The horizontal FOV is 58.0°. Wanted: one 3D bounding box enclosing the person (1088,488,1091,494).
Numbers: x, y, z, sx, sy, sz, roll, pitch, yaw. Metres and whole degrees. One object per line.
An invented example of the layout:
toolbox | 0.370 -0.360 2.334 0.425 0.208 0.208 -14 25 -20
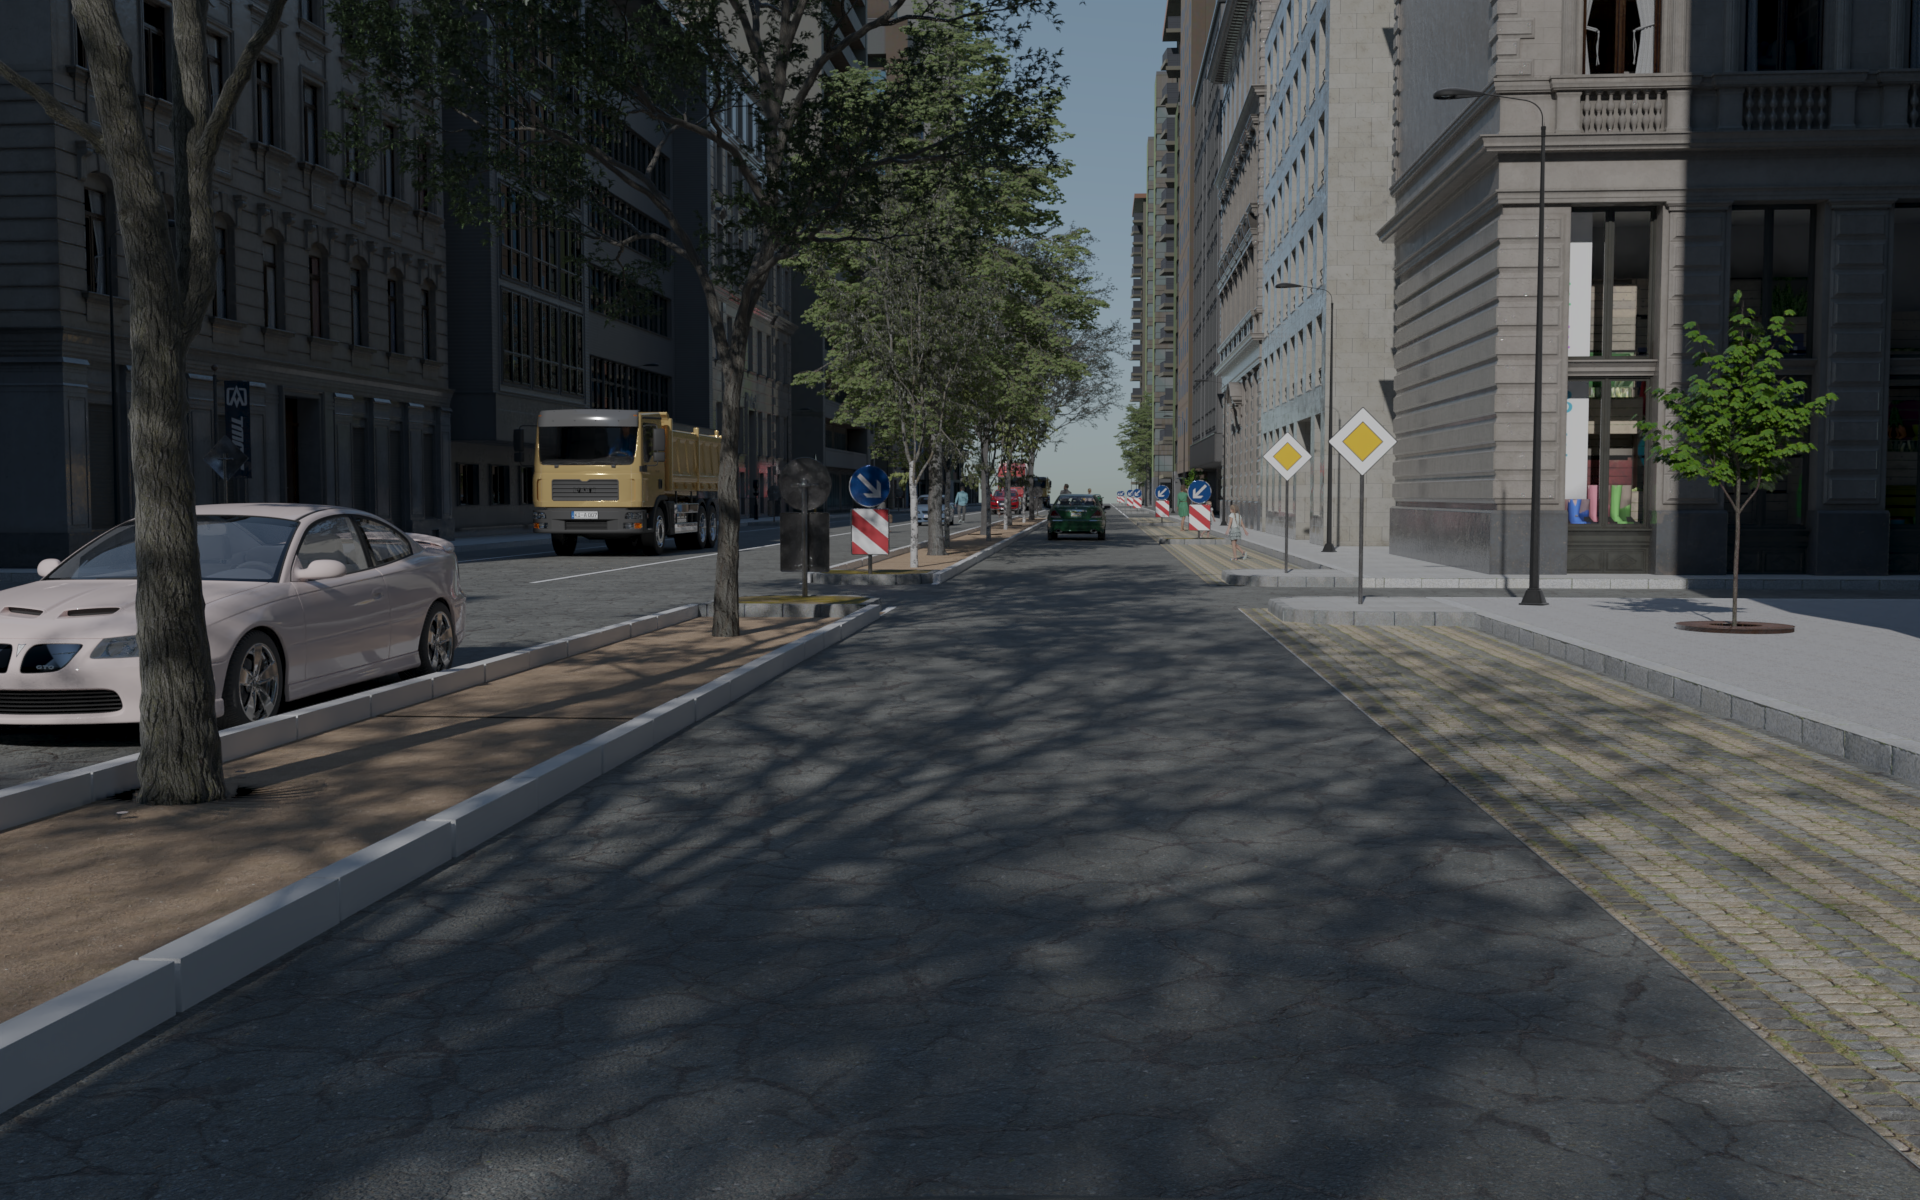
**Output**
person | 6.991 -5.083 92.279 0.731 1.740 0.598 1 4 10

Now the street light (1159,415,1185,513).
street light | 12.626 -7.904 101.775 1.470 5.913 1.316 0 4 5

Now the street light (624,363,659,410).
street light | -11.362 -5.447 61.595 1.470 5.913 1.316 0 4 5

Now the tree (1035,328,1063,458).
tree | 1.812 -7.133 69.451 4.737 8.622 4.395 0 3 0

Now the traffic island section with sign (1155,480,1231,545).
traffic island section with sign | 6.722 -2.513 49.723 1.989 1.847 2.006 0 4 5

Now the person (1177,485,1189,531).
person | 8.585 -3.546 66.717 0.600 1.795 0.529 2 4 32

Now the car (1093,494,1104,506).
car | 16.627 -12.304 212.960 2.131 1.459 4.920 0 4 6

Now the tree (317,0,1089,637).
tree | -2.398 -4.882 16.695 8.767 10.594 7.601 0 4 5

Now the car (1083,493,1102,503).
car | 7.242 -5.571 100.873 2.009 1.686 4.222 0 4 6

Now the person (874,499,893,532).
person | -2.907 -3.363 63.455 0.822 1.834 0.622 0 4 6

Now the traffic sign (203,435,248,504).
traffic sign | -12.495 -1.581 29.490 0.795 2.450 0.064 0 4 5

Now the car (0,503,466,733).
car | -4.950 0.033 11.820 2.083 1.381 4.827 0 4 5

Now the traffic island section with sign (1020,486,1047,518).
traffic island section with sign | 4.590 -5.816 103.224 2.006 1.907 1.989 0 4 5

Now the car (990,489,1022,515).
car | 3.219 -6.907 121.605 2.281 1.827 5.304 0 4 5

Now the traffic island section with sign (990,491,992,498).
traffic island section with sign | 4.173 -14.057 238.453 1.989 1.847 2.006 0 4 5

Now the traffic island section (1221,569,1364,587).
traffic island section | 5.316 -0.358 28.130 2.009 0.180 2.903 0 4 5

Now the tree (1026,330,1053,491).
tree | 0.864 -6.057 51.853 4.360 8.622 3.978 0 3 0

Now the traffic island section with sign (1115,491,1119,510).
traffic island section with sign | 15.085 -8.924 154.537 1.989 1.847 2.006 0 4 5

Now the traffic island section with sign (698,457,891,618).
traffic island section with sign | -1.985 -0.783 20.940 2.006 1.907 1.989 0 4 5

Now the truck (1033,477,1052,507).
truck | 8.741 -12.182 195.105 3.469 3.379 9.791 0 4 5

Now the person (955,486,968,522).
person | 0.085 -4.827 87.440 0.660 1.820 0.620 -1 4 -11

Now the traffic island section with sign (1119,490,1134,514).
traffic island section with sign | 12.939 -7.278 127.621 1.989 1.847 2.006 0 4 5

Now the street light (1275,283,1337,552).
street light | 7.620 -4.014 38.167 1.470 5.913 1.316 0 4 5

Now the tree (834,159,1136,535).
tree | 0.849 -9.001 60.000 12.009 13.543 11.850 0 3 0

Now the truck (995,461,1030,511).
truck | 4.696 -9.789 148.957 2.839 4.237 11.283 0 4 5

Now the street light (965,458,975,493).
street light | 1.276 -15.200 221.055 1.470 5.913 1.316 0 4 5

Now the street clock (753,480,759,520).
street clock | -10.150 -4.992 86.196 0.358 2.002 0.471 0 4 5

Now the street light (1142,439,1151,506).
street light | 16.357 -10.689 147.303 1.470 5.913 1.316 0 4 5

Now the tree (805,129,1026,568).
tree | -0.888 -4.910 33.098 4.360 8.622 3.978 0 3 0

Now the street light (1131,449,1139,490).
street light | 18.756 -12.636 179.131 1.470 5.913 1.316 0 4 5

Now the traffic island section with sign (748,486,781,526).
traffic island section with sign | -8.541 -4.320 79.256 1.989 1.847 2.006 0 4 5

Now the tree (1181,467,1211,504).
tree | 14.093 -6.743 104.852 1.663 3.219 1.824 0 3 0

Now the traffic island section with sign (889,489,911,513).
traffic island section with sign | -4.556 -7.381 129.299 1.989 1.847 2.006 0 4 5

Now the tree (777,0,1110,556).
tree | -0.484 -7.269 39.438 7.486 12.596 7.792 0 3 0

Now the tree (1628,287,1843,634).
tree | 7.357 -1.333 16.391 1.663 3.219 1.824 0 3 0

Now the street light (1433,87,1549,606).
street light | 6.107 -2.898 19.929 1.470 5.913 1.316 0 4 5

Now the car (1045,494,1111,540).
car | 3.740 -2.654 55.189 2.131 1.459 4.920 0 4 5

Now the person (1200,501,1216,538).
person | 7.771 -2.495 54.306 0.505 1.210 0.382 -2 4 -35

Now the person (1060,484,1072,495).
person | 4.129 -3.727 69.239 0.655 1.846 0.447 -2 4 -31

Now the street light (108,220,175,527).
street light | -13.899 -3.484 29.509 1.470 5.913 1.316 0 4 5

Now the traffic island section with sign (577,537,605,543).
traffic island section with sign | -10.727 -2.651 51.976 1.989 1.847 2.006 0 4 5

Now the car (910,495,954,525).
car | -1.236 -4.109 79.184 2.014 1.417 4.499 0 4 4

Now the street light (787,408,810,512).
street light | -8.759 -7.391 93.391 1.470 5.913 1.316 0 4 5

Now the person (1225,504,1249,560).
person | 5.908 -1.442 37.096 0.505 1.210 0.382 -3 5 -43

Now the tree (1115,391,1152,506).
tree | 20.656 -16.613 189.742 7.486 12.596 7.792 0 3 0

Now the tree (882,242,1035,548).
tree | -0.368 -5.716 46.274 4.737 8.622 4.395 0 3 0

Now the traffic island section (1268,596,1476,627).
traffic island section | 4.680 0.129 20.170 2.009 0.180 2.903 0 4 5

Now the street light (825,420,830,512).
street light | -7.743 -8.164 106.022 1.470 5.913 1.316 0 4 5

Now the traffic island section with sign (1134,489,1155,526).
traffic island section with sign | 8.954 -4.234 77.854 1.989 1.847 2.006 0 4 5

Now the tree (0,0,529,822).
tree | -3.739 -4.873 7.894 9.928 11.665 9.643 0 3 0

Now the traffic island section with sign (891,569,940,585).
traffic island section with sign | -1.385 -1.235 28.323 2.006 1.907 1.989 0 4 5

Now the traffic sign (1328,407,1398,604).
traffic sign | 4.656 -1.006 20.094 0.795 2.450 0.064 0 4 5

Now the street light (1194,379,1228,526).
street light | 10.140 -5.959 69.970 1.470 5.913 1.316 0 4 5

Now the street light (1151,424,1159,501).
street light | 13.624 -8.712 114.976 1.470 5.913 1.316 0 4 5

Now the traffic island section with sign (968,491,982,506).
traffic island section with sign | 2.006 -12.400 211.360 1.989 1.847 2.006 0 4 5

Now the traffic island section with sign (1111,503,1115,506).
traffic island section with sign | 19.522 -12.314 209.968 1.989 1.847 2.006 0 4 5

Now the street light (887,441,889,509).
street light | -5.274 -10.150 138.497 1.470 5.913 1.316 0 4 5

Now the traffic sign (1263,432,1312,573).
traffic sign | 5.292 -1.493 28.054 0.795 2.450 0.064 0 4 5
